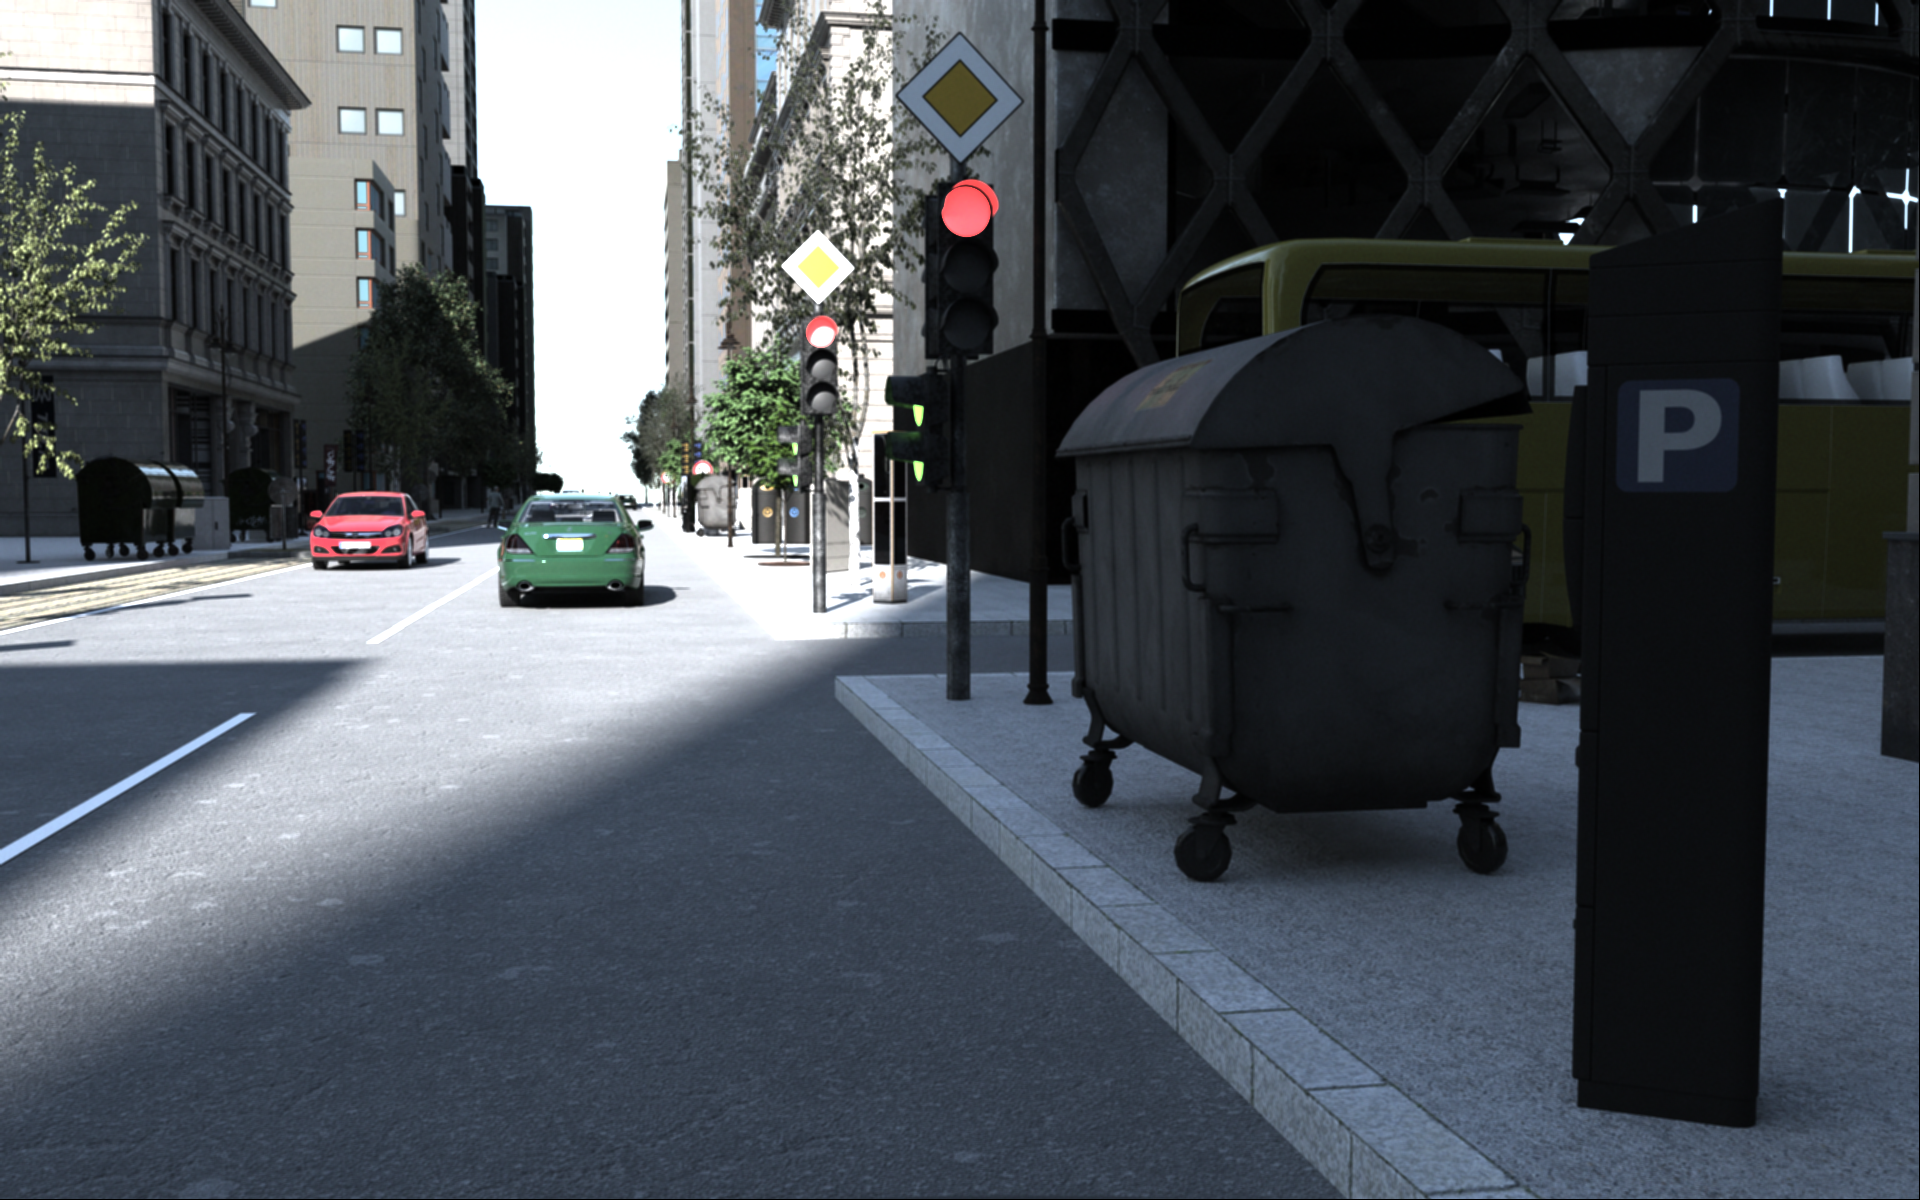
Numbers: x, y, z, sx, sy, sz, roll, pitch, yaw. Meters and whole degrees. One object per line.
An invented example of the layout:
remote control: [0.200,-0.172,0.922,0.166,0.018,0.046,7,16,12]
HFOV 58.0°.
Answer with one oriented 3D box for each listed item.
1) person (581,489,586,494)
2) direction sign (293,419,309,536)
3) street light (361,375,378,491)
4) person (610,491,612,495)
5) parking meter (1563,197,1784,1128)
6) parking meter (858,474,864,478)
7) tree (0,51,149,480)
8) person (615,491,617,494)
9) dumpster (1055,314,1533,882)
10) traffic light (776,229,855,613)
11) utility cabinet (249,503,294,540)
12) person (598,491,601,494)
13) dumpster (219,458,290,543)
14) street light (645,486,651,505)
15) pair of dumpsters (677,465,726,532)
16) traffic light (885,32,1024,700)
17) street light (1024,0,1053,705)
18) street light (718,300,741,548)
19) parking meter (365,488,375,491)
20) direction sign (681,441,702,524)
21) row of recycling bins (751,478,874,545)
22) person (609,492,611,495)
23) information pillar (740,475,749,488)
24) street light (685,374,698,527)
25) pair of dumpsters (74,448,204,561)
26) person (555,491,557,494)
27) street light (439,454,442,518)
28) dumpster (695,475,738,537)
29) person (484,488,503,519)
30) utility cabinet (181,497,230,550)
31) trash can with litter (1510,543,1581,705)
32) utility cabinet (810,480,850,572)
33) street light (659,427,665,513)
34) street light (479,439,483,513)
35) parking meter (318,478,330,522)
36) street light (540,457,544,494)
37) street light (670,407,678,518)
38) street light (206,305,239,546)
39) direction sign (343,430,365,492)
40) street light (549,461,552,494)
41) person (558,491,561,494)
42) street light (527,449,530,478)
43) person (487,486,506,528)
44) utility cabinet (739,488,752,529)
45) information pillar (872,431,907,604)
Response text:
person: [-25.819,-6.736,118.648,1.348,1.822,0.705,0,3,0]
direction sign: [-20.051,-3.712,52.693,0.379,3.537,0.876,0,4,1]
street light: [-22.925,-5.782,67.329,0.468,5.910,1.993,-1,4,-11]
person: [-49.161,-14.378,243.657,0.705,1.814,1.350,0,4,4]
parking meter: [1.474,0.128,3.622,0.399,1.863,0.255,2,4,23]
parking meter: [-2.950,-2.693,49.746,0.255,1.863,0.399,3,4,36]
tree: [-15.878,-4.763,28.242,4.737,8.622,4.395,0,3,0]
person: [-47.029,-13.969,236.980,0.705,1.812,1.348,-1,4,-10]
dumpster: [1.177,-0.043,6.457,1.264,1.857,1.865,-1,4,-11]
traffic light: [-1.534,-1.813,18.562,0.839,4.253,0.868,-1,4,-11]
utility cabinet: [-19.037,-2.397,47.866,1.173,1.500,0.318,1,4,9]
person: [-40.755,-11.436,195.482,1.348,1.823,0.705,3,5,40]
dumpster: [-18.850,-2.681,46.327,1.502,2.255,1.985,-1,4,-11]
street light: [-40.353,-15.283,222.657,0.468,5.910,1.993,-1,4,-11]
pair of dumpsters: [-8.997,-3.535,60.293,1.574,2.255,4.437,-1,4,-11]
traffic light: [-0.029,-1.333,10.719,0.839,4.253,0.868,-1,4,-11]
street light: [0.479,-2.303,10.443,0.468,5.910,1.993,-1,4,-11]
street light: [-5.510,-4.196,41.386,0.468,5.910,1.993,-1,4,-11]
parking meter: [-23.767,-3.753,69.766,0.372,1.533,0.369,0,3,0]
direction sign: [-11.374,-4.980,73.421,0.876,3.537,0.379,-2,4,-24]
row of recycling bins: [-3.724,-2.272,44.254,3.534,1.692,1.069,1,4,21]
person: [-39.854,-11.521,197.659,1.217,1.735,0.721,3,5,44]
information pillar: [-8.451,-3.883,67.987,0.304,2.012,0.304,-1,4,-15]
street light: [-10.370,-5.763,67.020,0.468,5.910,1.993,-1,4,-11]
pair of dumpsters: [-16.725,-2.007,35.316,1.574,2.255,4.437,-1,4,-11]
person: [-43.040,-10.736,184.713,0.721,1.739,1.217,3,5,45]
street light: [-27.582,-7.277,91.762,0.468,5.910,1.993,-1,4,-11]
dumpster: [-7.330,-2.842,52.220,1.264,1.857,1.865,-1,4,-11]
person: [-26.811,-5.585,99.816,0.705,1.824,1.348,3,5,39]
utility cabinet: [-17.313,-1.748,39.743,0.306,1.237,1.020,3,5,42]
trash can with litter: [3.514,0.027,10.945,0.624,1.170,1.055,-3,5,-44]
utility cabinet: [-2.090,-1.216,28.568,0.318,1.500,1.173,1,4,22]
street light: [-20.020,-8.820,116.992,0.468,5.910,1.993,-1,4,-11]
street light: [-32.293,-8.814,116.900,0.468,5.910,1.993,-1,4,-11]
parking meter: [-23.351,-3.540,63.586,0.255,1.863,0.399,1,4,12]
street light: [-48.194,-13.866,199.498,0.468,5.910,1.993,-1,4,-11]
street light: [-15.187,-7.298,92.108,0.468,5.910,1.993,-1,4,-11]
street light: [-18.011,-4.260,42.435,0.468,5.910,1.993,-1,4,-11]
direction sign: [-21.396,-4.234,61.225,0.876,3.537,0.379,1,4,21]
street light: [-53.303,-15.449,225.375,0.468,5.910,1.993,-1,4,-11]
person: [-27.703,-6.726,119.938,0.415,1.643,0.593,0,4,-2]
street light: [-43.396,-12.326,174.325,0.468,5.910,1.993,-1,4,-11]
person: [-19.578,-3.929,73.222,0.782,1.767,0.515,0,4,6]
utility cabinet: [-7.322,-3.266,62.075,1.173,1.500,0.318,1,4,14]
information pillar: [-0.823,-0.968,20.321,0.304,2.012,0.304,2,4,35]
